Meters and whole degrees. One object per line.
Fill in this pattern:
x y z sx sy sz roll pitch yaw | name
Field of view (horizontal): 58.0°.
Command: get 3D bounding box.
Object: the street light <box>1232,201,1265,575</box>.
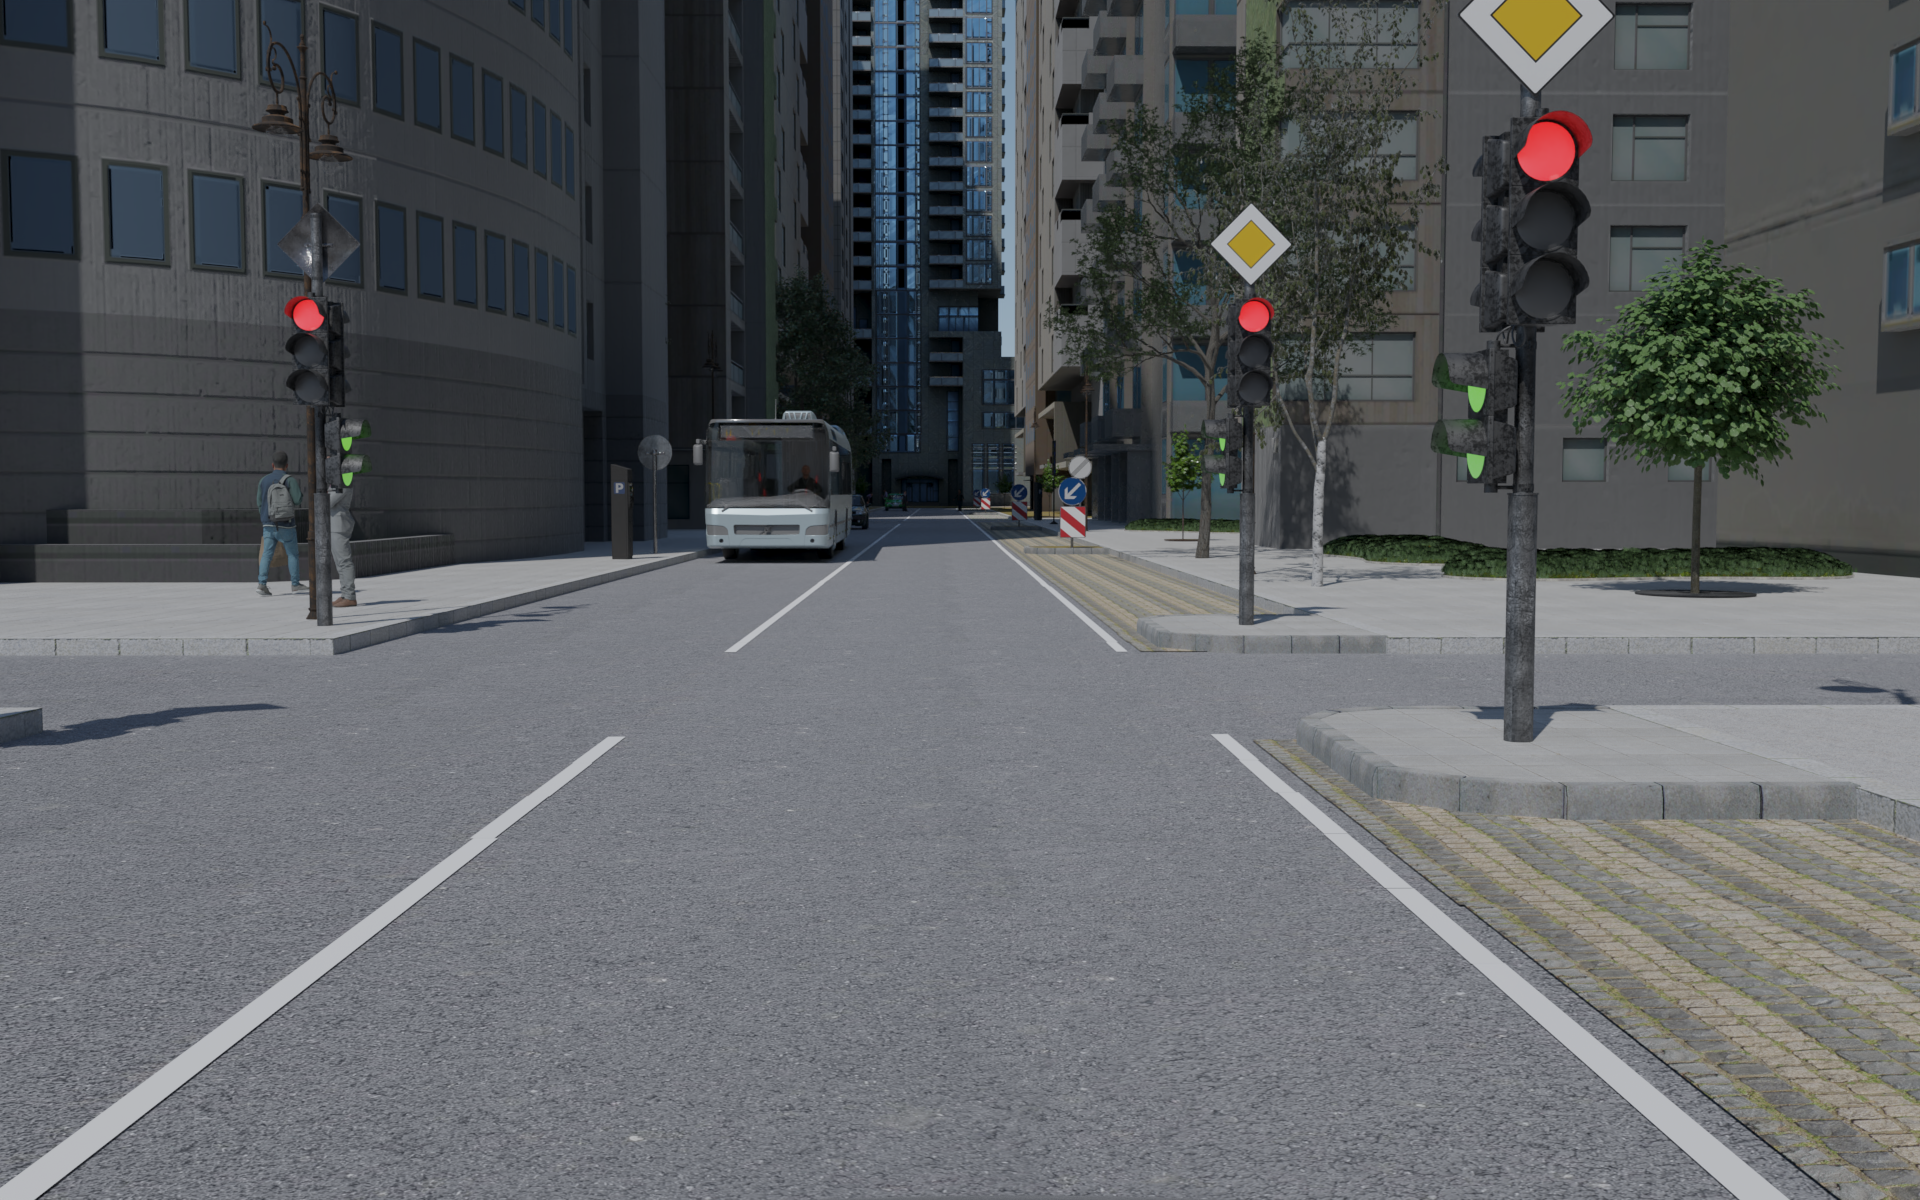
4.652 -3.346 27.503 0.468 5.910 1.993 0 4 -1 | street light

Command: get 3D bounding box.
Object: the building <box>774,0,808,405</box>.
-23.500 -31.571 105.432 28.713 52.752 27.495 0 4 -1 | building

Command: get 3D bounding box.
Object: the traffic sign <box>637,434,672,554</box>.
-6.529 -2.259 37.040 0.768 2.556 0.104 0 4 8 | traffic sign

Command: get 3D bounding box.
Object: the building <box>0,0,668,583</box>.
-18.948 -30.164 35.187 21.231 58.520 28.212 0 4 -1 | building

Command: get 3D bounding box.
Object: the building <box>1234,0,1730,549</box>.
14.356 -22.159 45.897 14.154 41.232 14.086 0 4 -1 | building

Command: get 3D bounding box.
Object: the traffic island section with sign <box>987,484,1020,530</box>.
2.212 -3.676 68.726 1.989 1.847 2.006 0 4 -1 | traffic island section with sign

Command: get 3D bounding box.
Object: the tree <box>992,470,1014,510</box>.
3.623 -8.829 138.955 1.663 3.219 1.824 0 3 0 | tree

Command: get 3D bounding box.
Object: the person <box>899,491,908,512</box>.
-4.610 -8.097 141.694 0.445 1.727 0.742 3 5 43 | person

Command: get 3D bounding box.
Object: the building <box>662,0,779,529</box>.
-14.557 -23.319 64.863 14.154 41.232 14.086 0 4 -1 | building

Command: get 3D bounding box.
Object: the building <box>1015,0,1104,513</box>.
18.786 -34.444 152.405 28.713 52.752 27.495 0 4 -1 | building

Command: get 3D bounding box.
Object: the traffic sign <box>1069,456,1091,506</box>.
4.021 -3.545 58.065 0.768 2.556 0.104 0 4 6 | traffic sign

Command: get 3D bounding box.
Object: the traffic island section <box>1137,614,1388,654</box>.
2.830 0.323 16.994 2.009 0.180 2.903 0 4 -1 | traffic island section

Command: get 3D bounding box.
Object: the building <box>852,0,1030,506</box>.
-8.304 -53.463 186.799 31.000 86.520 22.319 0 4 -1 | building

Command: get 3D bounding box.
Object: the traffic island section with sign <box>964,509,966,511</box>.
1.302 -8.383 145.694 1.989 1.847 2.006 0 4 -1 | traffic island section with sign

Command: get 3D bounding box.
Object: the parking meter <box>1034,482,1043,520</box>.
3.809 -4.808 84.315 0.255 1.863 0.399 3 5 42 | parking meter

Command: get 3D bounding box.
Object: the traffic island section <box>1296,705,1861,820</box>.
2.925 0.812 9.009 2.009 0.180 2.903 0 4 -1 | traffic island section

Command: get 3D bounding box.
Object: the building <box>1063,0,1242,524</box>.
17.106 -27.934 76.327 23.786 49.044 30.456 0 4 -1 | building

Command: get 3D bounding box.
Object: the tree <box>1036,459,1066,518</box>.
4.797 -6.148 95.126 1.663 3.219 1.824 0 3 0 | tree

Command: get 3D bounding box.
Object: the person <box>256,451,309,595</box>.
-8.599 -0.966 21.818 0.794 1.824 0.713 2 4 27 | person

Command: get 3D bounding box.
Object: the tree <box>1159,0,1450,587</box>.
4.935 -4.505 24.016 4.360 8.622 3.978 0 3 0 | tree

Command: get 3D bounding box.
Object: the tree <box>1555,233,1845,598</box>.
9.407 -2.331 21.827 4.285 4.588 4.351 0 3 0 | tree

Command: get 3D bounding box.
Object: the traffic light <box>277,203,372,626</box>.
-6.170 -1.703 16.757 0.839 4.253 0.868 0 4 -1 | traffic light

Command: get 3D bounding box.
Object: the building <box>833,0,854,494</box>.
-20.301 -43.826 154.799 20.611 71.187 20.563 0 4 -1 | building

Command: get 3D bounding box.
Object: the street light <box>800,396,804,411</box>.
-7.320 -6.585 80.452 0.468 5.910 1.993 0 4 -1 | street light

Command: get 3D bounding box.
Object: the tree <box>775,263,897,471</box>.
-8.125 -10.375 86.631 9.611 12.733 9.660 0 3 0 | tree

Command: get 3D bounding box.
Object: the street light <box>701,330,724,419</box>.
-6.983 -4.662 49.018 0.468 5.910 1.993 0 4 -1 | street light

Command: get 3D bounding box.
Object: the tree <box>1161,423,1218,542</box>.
6.039 -3.205 46.996 1.663 3.219 1.824 0 3 0 | tree

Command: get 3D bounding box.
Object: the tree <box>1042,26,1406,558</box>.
5.190 -6.109 34.302 7.601 10.594 8.767 0 4 -1 | tree

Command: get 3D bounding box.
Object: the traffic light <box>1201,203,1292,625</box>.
2.790 -1.710 16.879 0.839 4.253 0.868 0 4 -1 | traffic light

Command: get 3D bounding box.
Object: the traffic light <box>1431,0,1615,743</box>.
2.885 -1.222 8.895 0.839 4.253 0.868 0 4 -1 | traffic light

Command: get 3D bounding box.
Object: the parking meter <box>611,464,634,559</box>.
-6.629 -1.732 34.037 0.399 1.863 0.255 1 4 11 | parking meter

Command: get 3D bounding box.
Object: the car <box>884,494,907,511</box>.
-5.447 -8.456 147.048 1.959 1.807 4.718 0 4 -1 | car

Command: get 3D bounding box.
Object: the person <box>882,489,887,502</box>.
-6.627 -8.734 151.167 0.599 1.838 0.709 0 4 -7 | person

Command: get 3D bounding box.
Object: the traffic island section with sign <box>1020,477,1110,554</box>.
2.547 -2.027 41.773 1.989 1.847 2.006 0 4 -1 | traffic island section with sign

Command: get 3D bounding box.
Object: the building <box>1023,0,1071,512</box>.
12.240 -29.415 131.040 14.600 45.320 14.200 0 4 -1 | building

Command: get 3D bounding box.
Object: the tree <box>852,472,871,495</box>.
-8.705 -9.566 151.002 1.663 3.219 1.824 0 3 0 | tree

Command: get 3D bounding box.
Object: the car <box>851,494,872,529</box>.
-4.633 -3.764 71.330 2.009 1.686 4.222 0 4 -2 | car

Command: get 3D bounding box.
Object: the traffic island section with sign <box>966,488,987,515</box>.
1.625 -6.735 118.741 1.989 1.847 2.006 0 4 -1 | traffic island section with sign

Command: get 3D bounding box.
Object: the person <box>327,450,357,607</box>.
-7.133 -0.826 19.725 0.466 1.800 0.511 -3 4 -39 | person

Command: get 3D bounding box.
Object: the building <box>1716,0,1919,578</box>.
25.099 -24.706 27.650 21.600 48.544 21.300 0 4 -1 | building

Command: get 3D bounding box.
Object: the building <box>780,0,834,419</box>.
-16.579 -29.140 126.550 14.600 45.320 14.200 0 4 -1 | building

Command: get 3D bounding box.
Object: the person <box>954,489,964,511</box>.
-0.046 -8.251 143.420 0.705 1.821 1.348 -3 5 -40 | person

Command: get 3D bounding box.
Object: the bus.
-4.095 -2.829 41.120 2.948 3.499 13.247 0 4 -1 | bus

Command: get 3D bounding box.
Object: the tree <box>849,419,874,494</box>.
-8.979 -11.803 143.339 4.737 8.622 4.395 0 3 0 | tree

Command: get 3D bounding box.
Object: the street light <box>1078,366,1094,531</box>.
4.360 -5.318 59.729 0.468 5.910 1.993 0 4 -1 | street light

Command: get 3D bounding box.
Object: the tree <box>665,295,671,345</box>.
-11.146 -6.400 54.995 4.360 8.622 3.978 0 3 0 | tree

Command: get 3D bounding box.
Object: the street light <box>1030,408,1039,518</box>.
3.937 -7.240 91.162 0.468 5.910 1.993 0 4 -1 | street light

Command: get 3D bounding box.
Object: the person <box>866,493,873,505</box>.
-8.834 -9.728 168.326 0.697 1.427 0.421 -1 4 -13 | person

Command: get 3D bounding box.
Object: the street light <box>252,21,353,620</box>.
-6.612 -2.740 17.585 0.468 5.910 1.993 0 4 -1 | street light

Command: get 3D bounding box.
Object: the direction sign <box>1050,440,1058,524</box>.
3.986 -4.984 73.480 0.379 3.537 0.876 0 4 -6 | direction sign
